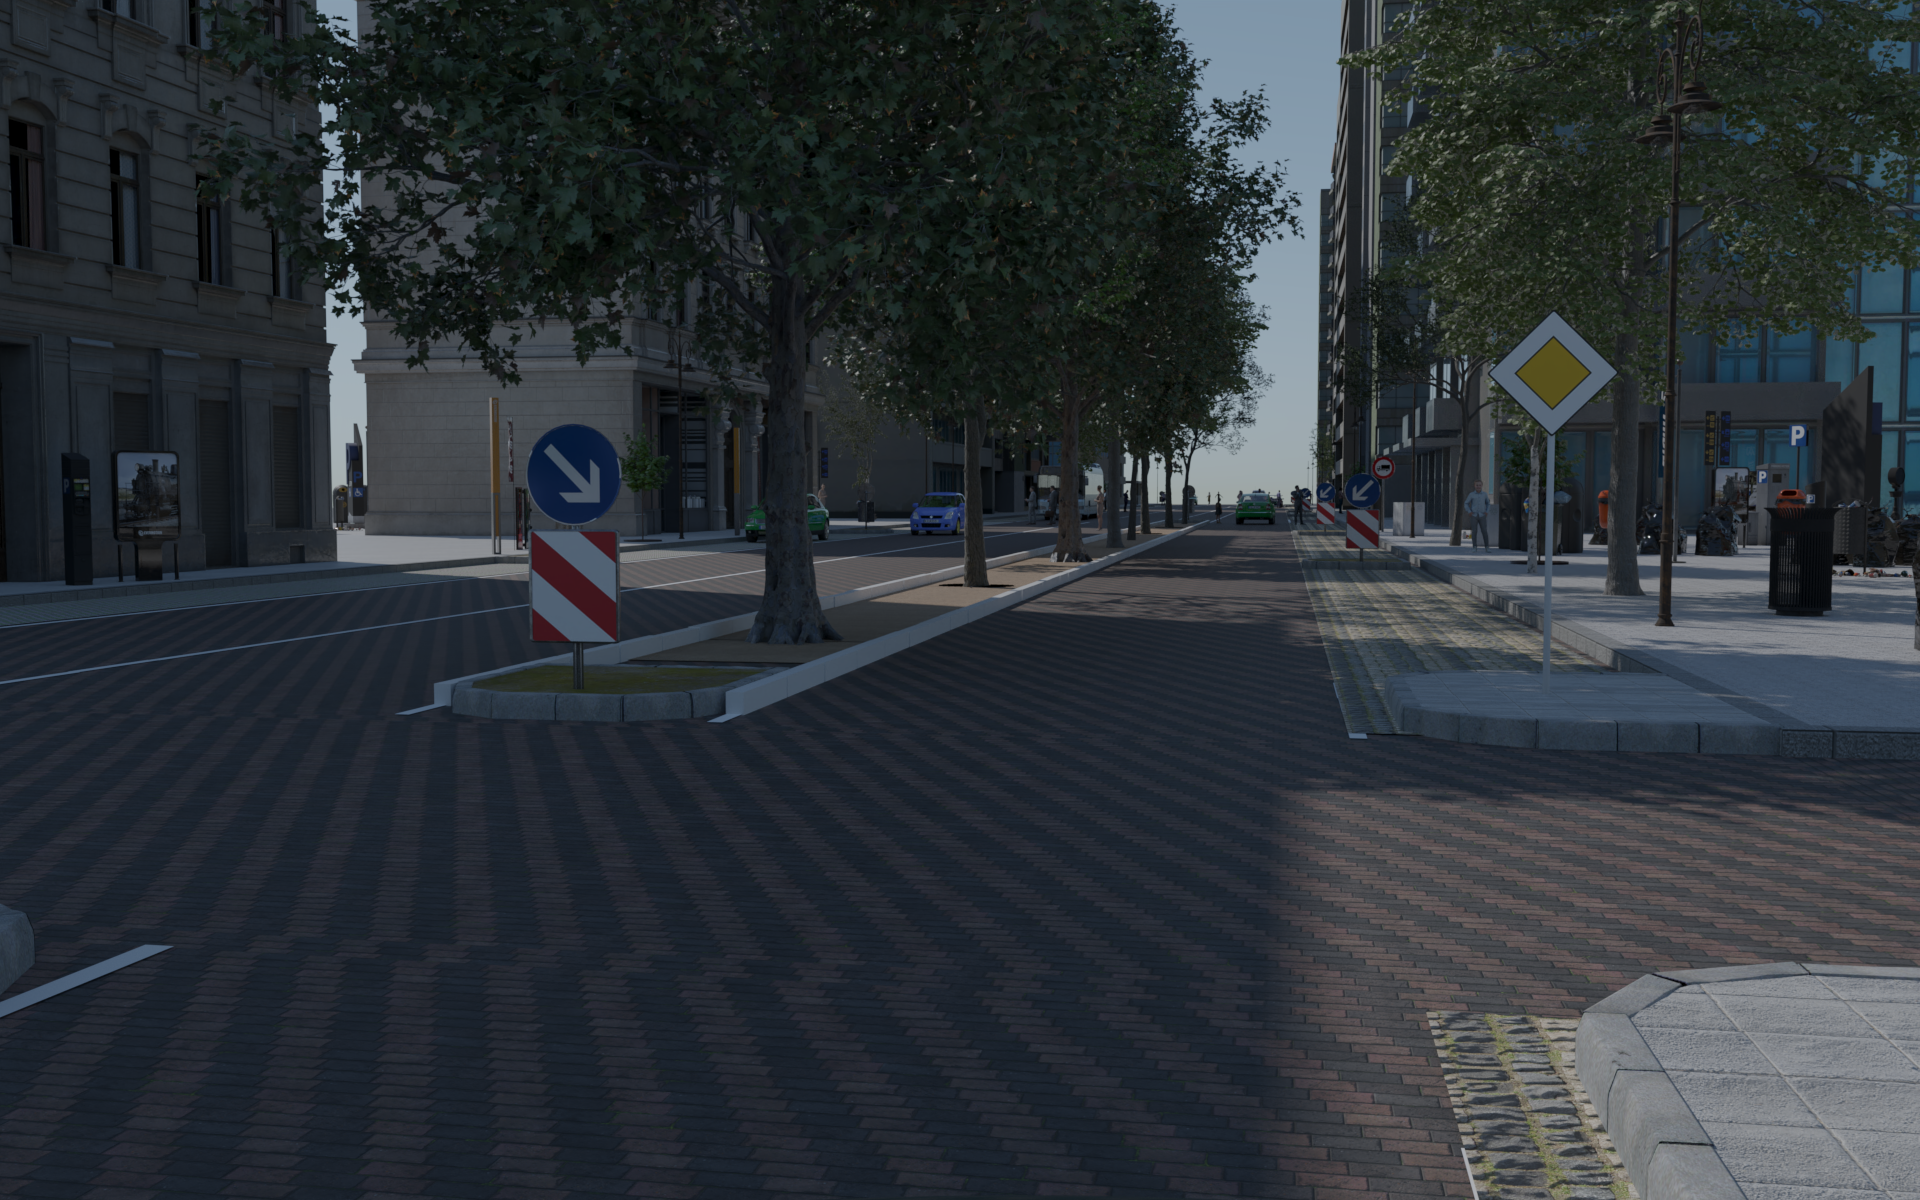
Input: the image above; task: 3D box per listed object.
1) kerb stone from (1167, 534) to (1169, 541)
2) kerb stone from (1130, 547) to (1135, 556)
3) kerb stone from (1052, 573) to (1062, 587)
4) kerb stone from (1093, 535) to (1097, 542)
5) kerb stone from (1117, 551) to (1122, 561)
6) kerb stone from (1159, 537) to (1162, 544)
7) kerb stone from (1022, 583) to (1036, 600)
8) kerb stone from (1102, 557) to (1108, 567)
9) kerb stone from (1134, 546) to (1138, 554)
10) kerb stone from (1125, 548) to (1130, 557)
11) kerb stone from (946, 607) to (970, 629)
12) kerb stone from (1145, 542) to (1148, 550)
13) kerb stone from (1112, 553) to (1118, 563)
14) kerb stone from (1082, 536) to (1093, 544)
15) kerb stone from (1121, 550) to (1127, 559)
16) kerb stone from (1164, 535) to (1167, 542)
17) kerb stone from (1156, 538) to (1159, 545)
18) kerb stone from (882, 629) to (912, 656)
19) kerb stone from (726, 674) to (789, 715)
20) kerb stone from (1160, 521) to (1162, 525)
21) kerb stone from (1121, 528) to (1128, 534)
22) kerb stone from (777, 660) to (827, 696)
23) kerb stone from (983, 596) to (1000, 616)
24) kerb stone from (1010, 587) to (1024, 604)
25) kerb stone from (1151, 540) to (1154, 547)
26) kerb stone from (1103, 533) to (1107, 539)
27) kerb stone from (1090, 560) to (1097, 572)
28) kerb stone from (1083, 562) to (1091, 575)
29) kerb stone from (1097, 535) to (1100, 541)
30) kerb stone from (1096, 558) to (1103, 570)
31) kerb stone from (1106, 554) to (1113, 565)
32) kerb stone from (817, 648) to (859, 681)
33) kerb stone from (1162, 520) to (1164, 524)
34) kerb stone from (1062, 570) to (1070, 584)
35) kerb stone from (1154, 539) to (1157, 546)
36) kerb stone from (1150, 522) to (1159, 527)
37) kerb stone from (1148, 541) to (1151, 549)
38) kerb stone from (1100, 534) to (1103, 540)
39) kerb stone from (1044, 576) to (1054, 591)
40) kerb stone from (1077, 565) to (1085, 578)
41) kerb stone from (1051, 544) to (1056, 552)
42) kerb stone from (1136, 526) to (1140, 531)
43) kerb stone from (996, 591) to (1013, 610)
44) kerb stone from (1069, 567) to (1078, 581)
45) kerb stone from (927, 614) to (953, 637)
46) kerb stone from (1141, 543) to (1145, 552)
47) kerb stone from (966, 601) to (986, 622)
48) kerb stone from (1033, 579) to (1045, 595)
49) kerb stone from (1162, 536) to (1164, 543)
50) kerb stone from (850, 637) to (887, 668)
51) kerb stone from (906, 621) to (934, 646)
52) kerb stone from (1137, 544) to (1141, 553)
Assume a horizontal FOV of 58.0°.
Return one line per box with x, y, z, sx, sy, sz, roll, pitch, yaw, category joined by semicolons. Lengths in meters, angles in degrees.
6.108;-1.826;52.056;0.120;0.150;1.000;1;4;10;kerb stone
3.867;-1.086;39.953;0.120;0.150;1.000;1;4;10;kerb stone
1.424;-0.284;26.834;0.120;0.150;1.000;1;4;10;kerb stone
3.870;-1.785;51.470;0.120;0.150;1.000;1;4;10;kerb stone
3.293;-0.899;36.910;0.120;0.150;1.000;1;4;10;kerb stone
5.546;-1.638;49.032;0.120;0.150;1.000;1;4;10;kerb stone
0.875;-0.098;23.800;0.120;0.150;1.000;1;4;10;kerb stone
2.737;-0.715;33.889;0.120;0.150;1.000;1;4;10;kerb stone
4.049;-1.144;40.959;0.120;0.150;1.000;1;4;10;kerb stone
3.674;-1.022;38.946;0.120;0.150;1.000;1;4;10;kerb stone
-0.066;0.211;18.755;0.120;0.150;1.000;1;4;10;kerb stone
4.614;-1.333;43.996;0.120;0.150;1.000;1;4;10;kerb stone
3.111;-0.838;35.905;0.120;0.150;1.000;1;4;10;kerb stone
3.674;-1.727;50.462;0.120;0.150;1.000;1;4;10;kerb stone
3.488;-0.962;37.925;0.120;0.150;1.000;1;4;10;kerb stone
5.922;-1.764;51.051;0.120;0.150;1.000;1;4;10;kerb stone
5.359;-1.580;48.026;0.120;0.150;1.000;1;4;10;kerb stone
-0.627;0.398;15.735;0.120;0.150;1.000;1;4;10;kerb stone
-1.369;0.642;11.715;0.120;0.150;1.000;1;4;10;kerb stone
9.086;-3.515;79.691;0.120;0.150;1.000;1;4;10;kerb stone
6.109;-2.529;63.551;0.120;0.150;1.000;1;4;10;kerb stone
-1.184;0.580;12.720;0.120;0.150;1.000;1;4;10;kerb stone
0.315;0.087;20.770;0.120;0.150;1.000;1;4;10;kerb stone
0.680;-0.036;22.785;0.120;0.150;1.000;1;4;10;kerb stone
4.987;-1.457;46.016;0.120;0.150;1.000;1;4;10;kerb stone
4.421;-1.975;54.494;0.120;0.150;1.000;1;4;10;kerb stone
2.368;-0.592;31.873;0.120;0.150;1.000;1;4;10;kerb stone
2.182;-0.530;30.865;0.120;0.150;1.000;1;4;10;kerb stone
4.048;-1.852;52.476;0.120;0.150;1.000;1;4;10;kerb stone
2.556;-0.653;32.878;0.120;0.150;1.000;1;4;10;kerb stone
2.927;-0.776;34.893;0.120;0.150;1.000;1;4;10;kerb stone
-0.996;0.518;13.724;0.120;0.150;1.000;1;4;10;kerb stone
9.282;-3.573;80.694;0.120;0.150;1.000;1;4;10;kerb stone
1.616;-0.343;27.843;0.120;0.150;1.000;1;4;10;kerb stone
5.171;-1.518;47.021;0.120;0.150;1.000;1;4;10;kerb stone
8.711;-3.393;77.665;0.120;0.150;1.000;1;4;10;kerb stone
4.800;-1.390;45.003;0.120;0.150;1.000;1;4;10;kerb stone
4.235;-1.914;53.489;0.120;0.150;1.000;1;4;10;kerb stone
1.246;-0.221;25.821;0.120;0.150;1.000;1;4;10;kerb stone
1.999;-0.464;29.860;0.120;0.150;1.000;1;4;10;kerb stone
2.184;-1.237;42.416;0.120;0.150;1.000;1;4;10;kerb stone
7.226;-2.900;69.616;0.120;0.150;1.000;1;4;10;kerb stone
0.498;0.025;21.779;0.120;0.150;1.000;1;4;10;kerb stone
1.813;-0.407;28.852;0.120;0.150;1.000;1;4;10;kerb stone
-0.253;0.275;17.744;0.120;0.150;1.000;1;4;10;kerb stone
4.431;-1.270;42.991;0.120;0.150;1.000;1;4;10;kerb stone
0.130;0.149;19.765;0.120;0.150;1.000;1;4;10;kerb stone
1.060;-0.158;24.816;0.120;0.150;1.000;1;4;10;kerb stone
5.729;-1.699;50.038;0.120;0.150;1.000;1;4;10;kerb stone
-0.811;0.457;14.729;0.120;0.150;1.000;1;4;10;kerb stone
-0.435;0.340;16.739;0.120;0.150;1.000;1;4;10;kerb stone
4.237;-1.206;41.973;0.120;0.150;1.000;1;4;10;kerb stone
